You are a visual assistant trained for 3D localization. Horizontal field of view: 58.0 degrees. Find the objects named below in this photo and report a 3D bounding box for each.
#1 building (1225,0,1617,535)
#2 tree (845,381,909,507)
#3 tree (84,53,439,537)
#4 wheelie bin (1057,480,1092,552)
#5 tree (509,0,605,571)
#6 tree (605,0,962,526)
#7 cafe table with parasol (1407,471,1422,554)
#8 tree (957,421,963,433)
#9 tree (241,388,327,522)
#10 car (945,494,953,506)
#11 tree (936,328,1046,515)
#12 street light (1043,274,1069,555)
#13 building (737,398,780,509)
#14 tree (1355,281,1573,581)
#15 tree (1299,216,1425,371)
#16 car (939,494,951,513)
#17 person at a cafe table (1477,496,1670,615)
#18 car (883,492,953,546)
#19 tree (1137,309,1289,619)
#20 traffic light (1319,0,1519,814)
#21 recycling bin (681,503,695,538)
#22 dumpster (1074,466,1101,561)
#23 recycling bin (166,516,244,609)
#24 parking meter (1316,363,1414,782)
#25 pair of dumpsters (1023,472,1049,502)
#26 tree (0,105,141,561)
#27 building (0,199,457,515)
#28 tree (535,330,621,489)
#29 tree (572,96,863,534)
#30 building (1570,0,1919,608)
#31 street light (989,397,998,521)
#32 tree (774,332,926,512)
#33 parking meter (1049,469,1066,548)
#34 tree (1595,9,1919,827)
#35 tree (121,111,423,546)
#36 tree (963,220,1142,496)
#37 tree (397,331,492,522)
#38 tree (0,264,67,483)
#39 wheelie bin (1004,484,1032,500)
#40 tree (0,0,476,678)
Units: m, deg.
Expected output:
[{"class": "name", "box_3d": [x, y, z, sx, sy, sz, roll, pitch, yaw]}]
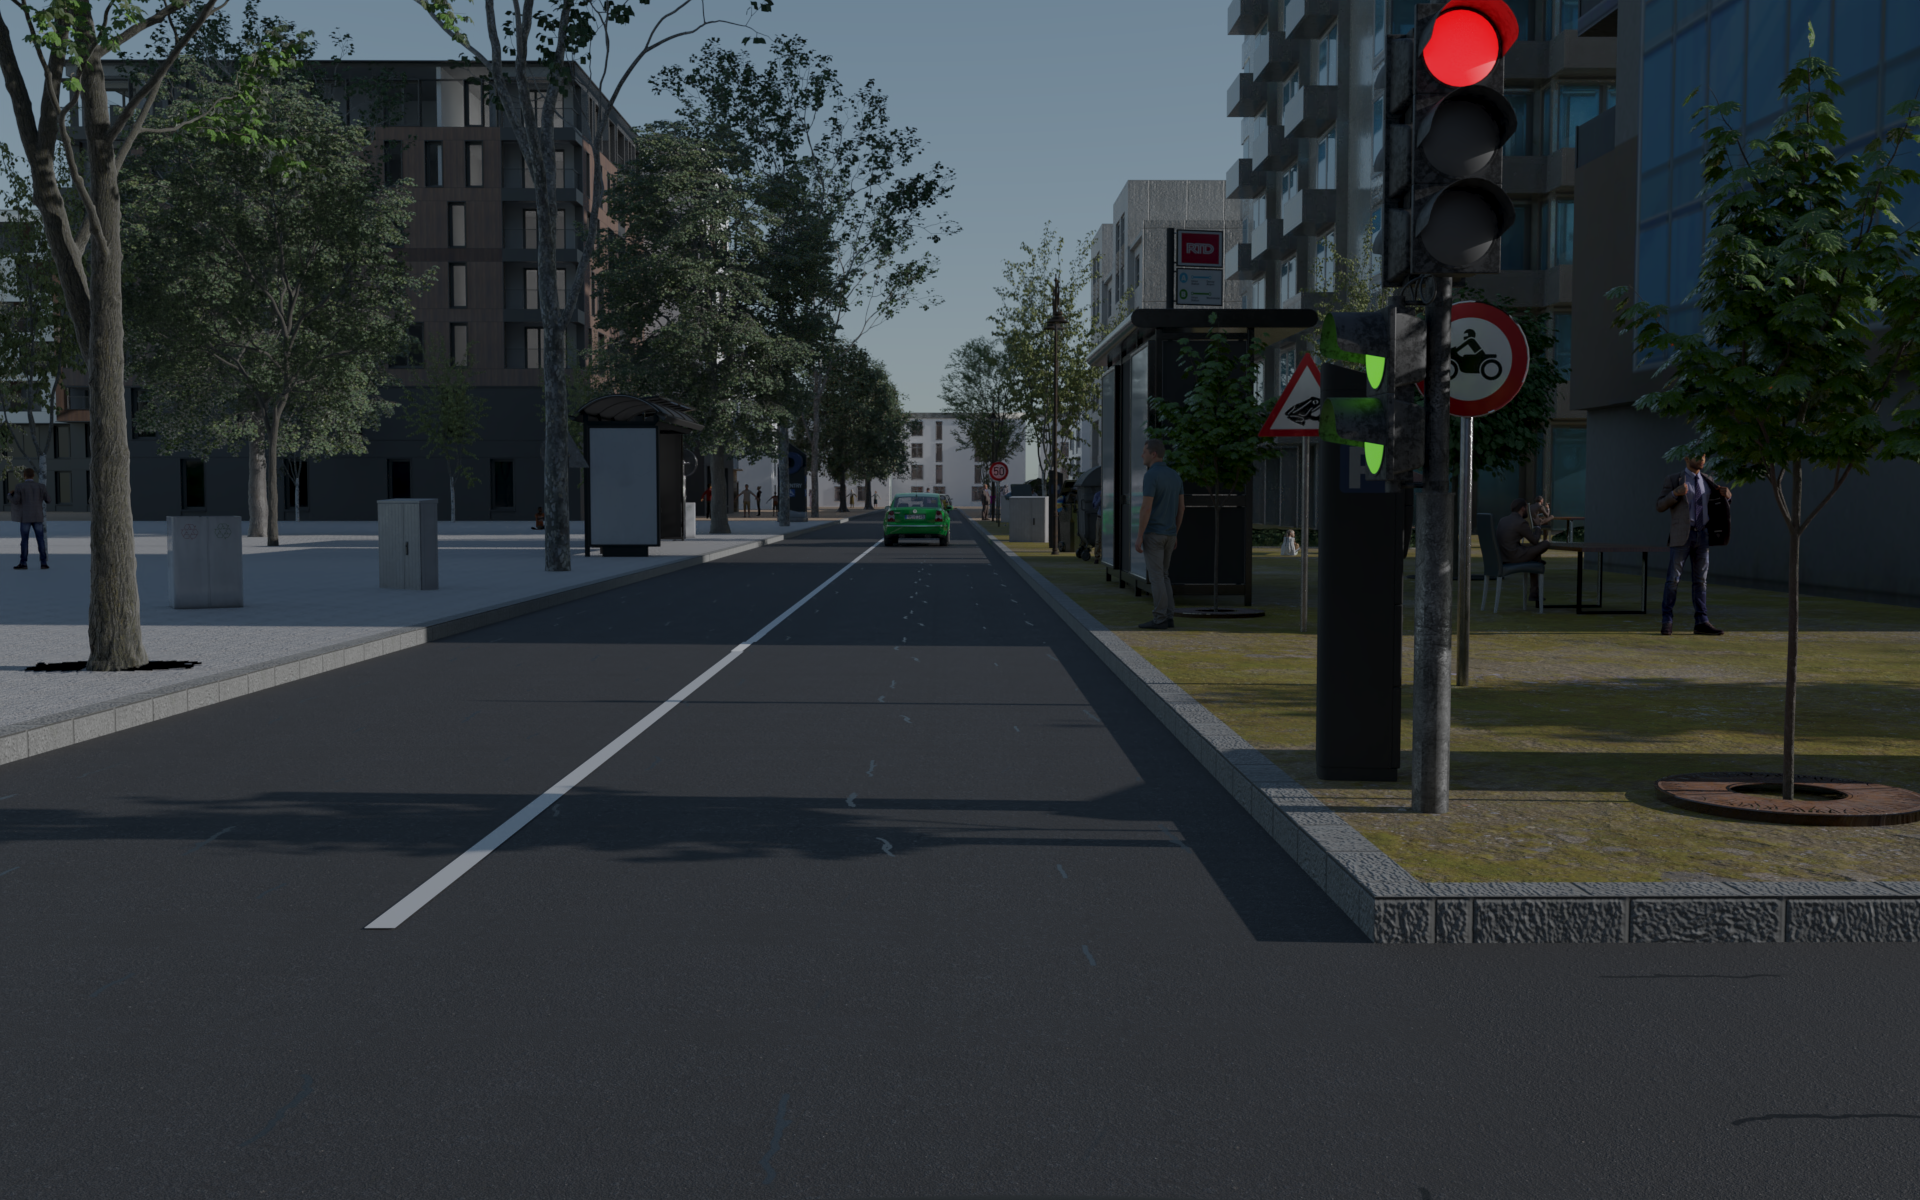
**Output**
[{"class": "building", "box_3d": [22.671, -27.327, 66.399, 23.786, 49.044, 30.456, 0, 4, -1]}, {"class": "tree", "box_3d": [-8.004, -14.537, 155.807, 7.486, 12.596, 7.792, 0, 3, 0]}, {"class": "tree", "box_3d": [-20.856, -8.855, 51.437, 9.857, 13.997, 8.962, 0, 3, 0]}, {"class": "wheelie bin", "box_3d": [2.608, -1.855, 38.242, 0.980, 1.594, 0.693, -2, 4, -26]}, {"class": "tree", "box_3d": [-7.574, -10.472, 27.104, 12.611, 20.169, 13.585, 0, 3, 0]}, {"class": "tree", "box_3d": [-6.072, -13.071, 69.604, 12.611, 20.169, 13.585, 0, 3, 0]}, {"class": "cafe table with parasol", "box_3d": [9.285, -1.970, 37.072, 2.610, 1.966, 2.610, -1, 4, -16]}, {"class": "tree", "box_3d": [1.955, -10.055, 114.755, 4.737, 8.622, 4.395, 0, 3, 0]}, {"class": "tree", "box_3d": [-30.494, -7.872, 79.062, 4.360, 8.622, 3.978, 0, 3, 0]}, {"class": "car", "box_3d": [-1.629, -8.832, 154.185, 2.009, 1.686, 4.222, 0, 4, -3]}, {"class": "tree", "box_3d": [2.162, -11.091, 107.099, 9.928, 11.665, 9.643, 0, 3, 0]}, {"class": "street light", "box_3d": [2.009, -3.895, 36.478, 0.468, 5.910, 1.993, 0, 4, -1]}, {"class": "building", "box_3d": [-29.740, -12.474, 146.098, 28.070, 9.664, 9.099, 0, 4, -1]}, {"class": "tree", "box_3d": [7.607, -2.602, 26.254, 4.285, 4.588, 4.351, 0, 3, 0]}, {"class": "tree", "box_3d": [11.015, -5.908, 46.961, 4.737, 8.622, 4.395, 0, 3, 0]}, {"class": "car", "box_3d": [-1.691, -7.529, 133.328, 2.015, 1.641, 3.980, 0, 4, -1]}, {"class": "person at a cafe table", "box_3d": [6.543, -0.494, 18.933, 1.726, 1.238, 1.698, 0, 4, -5]}, {"class": "car", "box_3d": [-1.189, -2.463, 49.074, 1.959, 1.807, 4.718, 0, 4, 1]}, {"class": "tree", "box_3d": [2.674, -1.454, 18.378, 1.663, 3.219, 1.824, 0, 3, 0]}, {"class": "traffic light", "box_3d": [1.887, -1.100, 6.906, 0.839, 4.253, 0.868, 0, 4, -1]}, {"class": "recycling bin", "box_3d": [-8.244, -2.352, 51.016, 0.722, 1.027, 0.722, -2, 4, -28]}, {"class": "dumpster", "box_3d": [2.915, -1.715, 33.793, 1.264, 1.857, 1.865, 0, 4, -1]}, {"class": "recycling bin", "box_3d": [-8.588, -0.437, 19.697, 0.722, 1.027, 0.722, -2, 4, -29]}, {"class": "parking meter", "box_3d": [1.821, -0.128, 7.802, 0.399, 1.863, 0.255, 0, 4, 7]}, {"class": "pair of dumpsters", "box_3d": [3.576, -4.725, 79.749, 1.574, 2.255, 4.437, 0, 4, -1]}, {"class": "tree", "box_3d": [-17.632, -5.052, 32.965, 4.737, 8.622, 4.395, 0, 3, 0]}, {"class": "building", "box_3d": [-59.990, -17.811, 135.191, 32.646, 21.610, 27.936, 0, 4, -1]}, {"class": "tree", "box_3d": [-16.657, -7.740, 76.909, 4.737, 8.622, 4.395, 0, 3, 0]}, {"class": "tree", "box_3d": [-7.832, -9.136, 56.030, 9.857, 13.997, 8.962, 0, 3, 0]}, {"class": "building", "box_3d": [17.445, -22.699, 21.238, 14.200, 45.320, 14.600, 0, 4, -1]}, {"class": "street light", "box_3d": [1.543, -6.625, 81.104, 0.468, 5.910, 1.993, 0, 4, -1]}, {"class": "tree", "box_3d": [-8.443, -12.598, 122.984, 9.611, 12.733, 9.660, 0, 3, 0]}, {"class": "parking meter", "box_3d": [2.321, -2.162, 41.057, 0.399, 1.863, 0.255, 1, 4, 18]}, {"class": "tree", "box_3d": [3.307, -0.761, 7.037, 1.663, 3.219, 1.824, 0, 3, 0]}, {"class": "tree", "box_3d": [-16.958, -6.581, 42.005, 8.767, 10.594, 7.601, 0, 4, 1]}, {"class": "tree", "box_3d": [2.754, -5.949, 47.635, 4.737, 8.622, 4.395, 0, 3, 0]}, {"class": "tree", "box_3d": [-22.923, -7.790, 77.730, 4.737, 8.622, 4.395, 0, 3, 0]}, {"class": "tree", "box_3d": [-24.962, -5.700, 43.559, 4.360, 8.622, 3.978, 0, 3, 0]}, {"class": "wheelie bin", "box_3d": [1.867, -2.835, 54.253, 0.980, 1.594, 0.693, 0, 4, -8]}, {"class": "tree", "box_3d": [-6.329, -5.290, 12.255, 9.928, 11.665, 9.643, 0, 3, 0]}]
